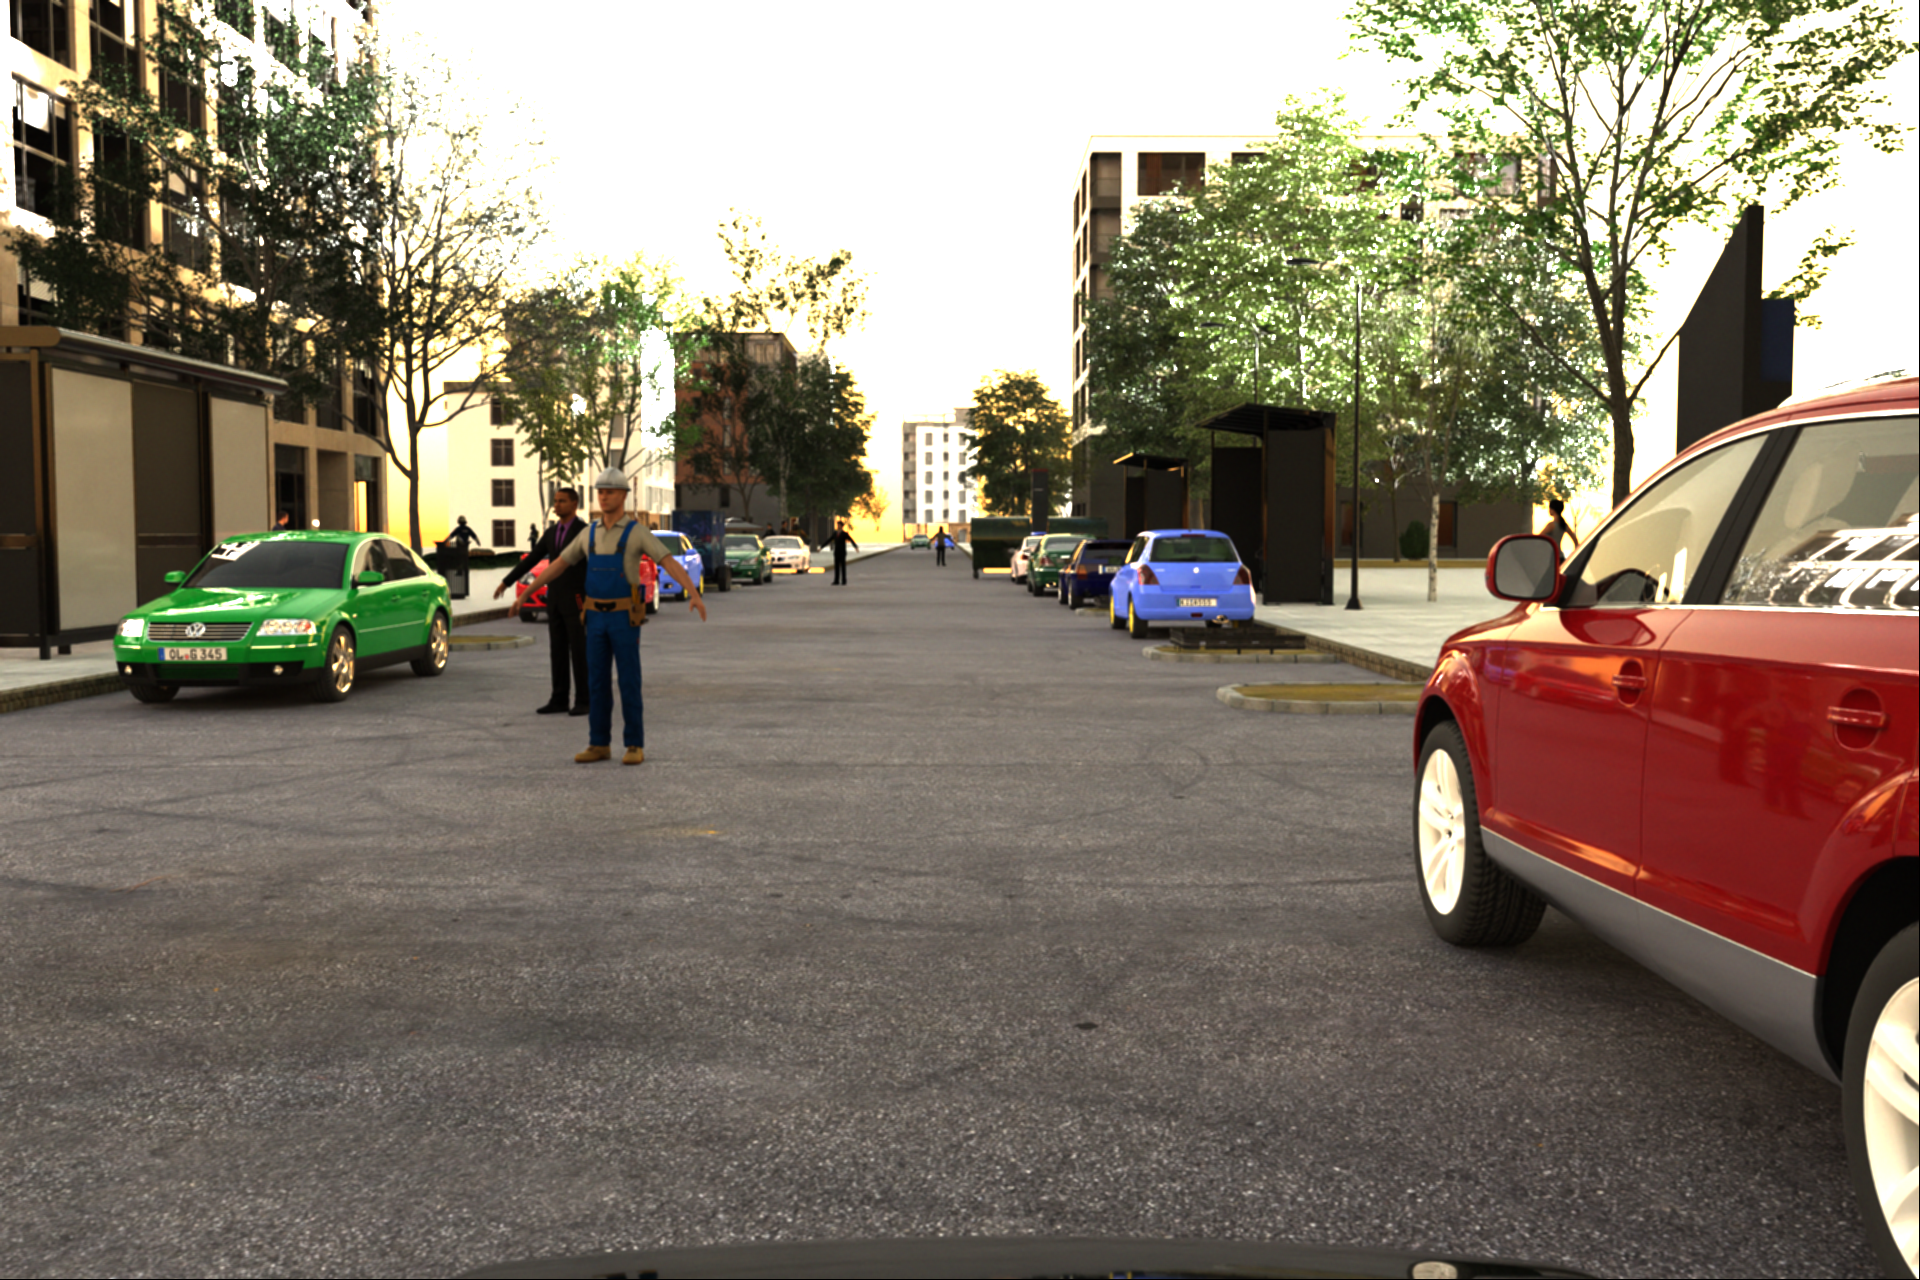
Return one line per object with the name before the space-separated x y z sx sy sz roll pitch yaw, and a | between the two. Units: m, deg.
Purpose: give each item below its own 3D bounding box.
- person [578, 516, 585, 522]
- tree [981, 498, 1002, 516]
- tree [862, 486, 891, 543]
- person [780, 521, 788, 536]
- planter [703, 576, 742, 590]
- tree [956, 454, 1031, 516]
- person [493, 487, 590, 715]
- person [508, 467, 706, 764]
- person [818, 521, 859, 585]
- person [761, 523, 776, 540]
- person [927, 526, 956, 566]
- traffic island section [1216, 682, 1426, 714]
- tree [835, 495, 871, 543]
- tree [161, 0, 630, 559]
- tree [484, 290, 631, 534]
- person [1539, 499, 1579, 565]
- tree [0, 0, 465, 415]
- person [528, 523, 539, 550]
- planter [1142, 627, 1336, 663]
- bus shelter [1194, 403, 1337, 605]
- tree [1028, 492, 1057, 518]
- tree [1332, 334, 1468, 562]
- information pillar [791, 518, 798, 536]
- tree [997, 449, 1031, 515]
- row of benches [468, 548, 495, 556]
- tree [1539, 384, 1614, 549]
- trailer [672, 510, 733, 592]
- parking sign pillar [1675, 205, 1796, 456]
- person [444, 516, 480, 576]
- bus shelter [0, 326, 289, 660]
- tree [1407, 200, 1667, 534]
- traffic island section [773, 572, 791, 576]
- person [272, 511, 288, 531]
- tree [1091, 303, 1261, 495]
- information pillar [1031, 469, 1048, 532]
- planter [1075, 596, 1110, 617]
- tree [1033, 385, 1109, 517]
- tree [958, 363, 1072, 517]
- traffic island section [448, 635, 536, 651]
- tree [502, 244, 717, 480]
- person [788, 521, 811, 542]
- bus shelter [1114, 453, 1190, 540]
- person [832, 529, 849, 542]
person | -7.201 -1.475 33.043 1.216 1.772 0.721 -3 4 -38
tree | 5.145 -18.729 256.572 4.737 8.622 4.395 0 3 0
tree | -12.231 -18.701 256.117 4.737 8.622 4.395 0 3 0
person | -6.927 -3.821 68.615 0.704 1.812 1.346 0 4 -1
planter | -6.798 -1.497 45.620 1.991 0.319 1.994 0 4 -1
tree | 4.109 -14.412 170.048 8.767 10.594 7.601 -1 4 -23
person | -3.138 -0.313 13.795 1.346 1.802 0.704 2 4 28
person | -2.183 -0.156 10.861 1.347 1.847 0.705 1 4 16
person | -3.398 -2.458 48.834 1.347 1.806 0.705 2 4 28
person | -9.458 -4.892 85.914 0.705 1.837 1.347 -3 5 -42
person | -0.843 -4.241 77.922 1.348 1.813 0.705 -1 4 -19
traffic island section | 3.235 0.494 14.783 1.991 0.108 1.994 0 4 0
tree | -16.737 -20.088 262.856 7.601 10.594 8.767 1 4 9
tree | -12.695 -7.907 39.655 12.009 13.543 11.850 0 3 0
tree | -12.369 -6.241 52.408 4.737 8.622 4.395 0 3 0
person | 7.685 -0.966 22.598 1.217 1.737 0.721 -2 4 -31
tree | -12.292 -5.791 29.089 8.767 10.594 7.601 1 4 14
person | -22.846 -5.314 92.662 0.705 1.856 1.354 0 4 0
planter | 3.164 0.058 20.199 1.991 0.319 1.994 0 4 -1
bus shelter | 5.923 -2.623 34.163 1.731 3.624 6.357 0 4 -1
tree | 13.906 -20.921 260.184 7.486 12.596 7.792 0 3 0
tree | 19.526 -8.811 78.470 7.601 10.594 8.767 1 4 16
information pillar | -7.378 -4.445 77.171 0.304 2.012 0.304 0 4 1
tree | 4.802 -11.714 141.878 4.360 8.622 3.978 0 3 0
row of benches | -20.567 -3.603 74.369 1.422 0.672 4.104 -1 4 -22
tree | 27.605 -7.769 77.390 4.360 8.622 3.978 0 3 0
trailer | -6.485 -2.174 42.592 1.471 1.999 3.904 0 4 -1
parking sign pillar | 6.635 -1.618 14.919 1.447 3.967 1.447 0 4 0
person | -15.242 -2.883 53.001 0.704 1.845 1.351 3 5 42
bus shelter | -10.095 -2.526 18.929 2.179 5.291 8.768 0 4 0
tree | 21.652 -9.753 66.115 9.857 13.997 8.962 0 3 0
traffic island section | -6.914 -2.291 60.317 1.991 0.108 1.994 0 3 0
person | -12.603 -1.542 32.169 0.530 1.710 0.541 0 4 5
tree | 9.717 -9.124 74.940 9.928 11.665 9.643 0 3 0
information pillar | 3.191 -4.891 69.353 0.750 3.857 0.750 0 4 -1
planter | 3.077 -0.597 30.901 1.991 0.319 1.994 0 4 -1
tree | 5.317 -8.276 85.677 4.360 8.622 3.978 0 3 0
tree | 4.743 -13.569 128.511 9.857 13.997 8.962 0 3 0
traffic island section | -6.548 0.043 22.170 1.991 0.108 1.994 0 4 0
tree | -12.664 -8.390 62.939 9.928 11.665 9.643 0 3 0
person | -7.212 -4.317 76.350 1.354 1.858 0.705 0 4 2
bus shelter | 5.864 -3.794 53.319 1.731 3.624 6.357 0 3 0
person | -5.869 -4.796 84.377 0.705 1.833 1.349 2 4 31
